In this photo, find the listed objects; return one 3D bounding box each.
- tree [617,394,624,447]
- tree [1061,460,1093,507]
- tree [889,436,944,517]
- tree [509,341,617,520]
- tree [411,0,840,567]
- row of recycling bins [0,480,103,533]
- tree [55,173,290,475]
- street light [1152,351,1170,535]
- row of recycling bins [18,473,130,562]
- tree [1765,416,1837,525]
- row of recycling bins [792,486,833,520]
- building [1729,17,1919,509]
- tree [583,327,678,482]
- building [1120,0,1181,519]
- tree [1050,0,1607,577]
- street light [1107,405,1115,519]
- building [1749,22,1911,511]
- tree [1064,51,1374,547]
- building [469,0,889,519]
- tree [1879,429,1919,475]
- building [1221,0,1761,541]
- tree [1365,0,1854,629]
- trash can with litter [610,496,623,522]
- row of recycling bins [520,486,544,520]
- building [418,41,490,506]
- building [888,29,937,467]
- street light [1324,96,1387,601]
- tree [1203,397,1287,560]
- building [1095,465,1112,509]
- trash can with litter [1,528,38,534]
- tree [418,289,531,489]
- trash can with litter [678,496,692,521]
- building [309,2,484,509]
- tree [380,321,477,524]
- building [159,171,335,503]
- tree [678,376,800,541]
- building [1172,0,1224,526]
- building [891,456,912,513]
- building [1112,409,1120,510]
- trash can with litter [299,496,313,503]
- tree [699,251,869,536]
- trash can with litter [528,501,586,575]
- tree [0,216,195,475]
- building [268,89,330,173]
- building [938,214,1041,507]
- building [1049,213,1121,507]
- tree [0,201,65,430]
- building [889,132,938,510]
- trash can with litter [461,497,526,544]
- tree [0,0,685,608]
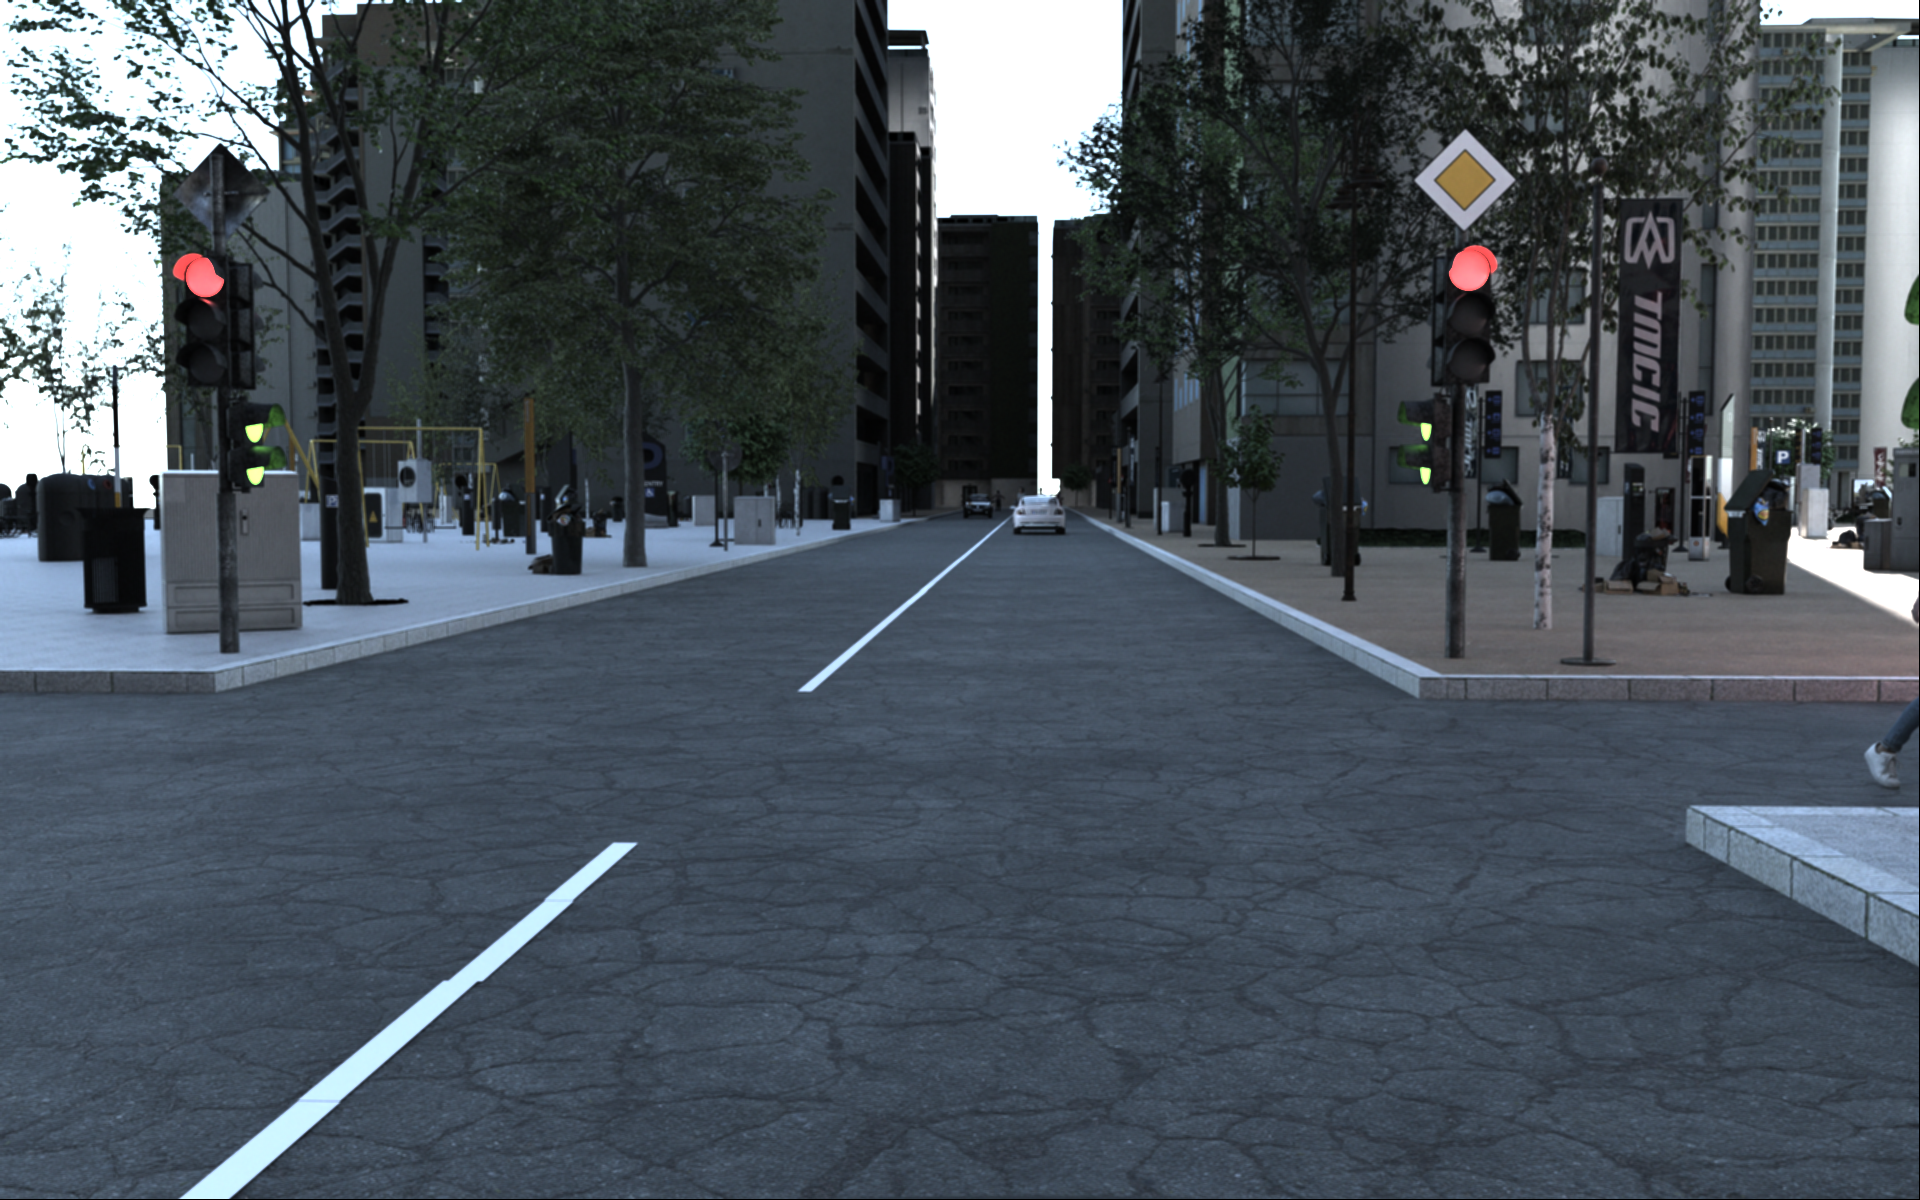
[{"bbox_3d":[-17.953,-8.188,84.243,4.737,8.622,4.395,0,3,0],"label":"tree"},{"bbox_3d":[11.176,-11.148,165.984,4.285,4.588,4.351,0,3,0],"label":"tree"},{"bbox_3d":[-2.623,-6.988,97.968,4.285,4.588,4.351,0,3,0],"label":"tree"},{"bbox_3d":[-18.722,-7.871,79.058,4.737,8.622,4.395,0,3,0],"label":"tree"},{"bbox_3d":[-6.145,-6.867,30.409,7.486,12.596,7.792,0,3,0],"label":"tree"},{"bbox_3d":[-32.883,-3.365,62.123,3.534,1.692,1.069,-1,4,-21],"label":"row of recycling bins"},{"bbox_3d":[-17.355,-5.469,39.784,4.360,8.622,3.978,0,3,0],"label":"tree"},{"bbox_3d":[6.271,-4.979,54.187,0.468,5.910,1.993,0,4,3],"label":"street light"},{"bbox_3d":[-17.489,-1.678,34.546,1.069,1.692,3.534,-1,4,-9],"label":"row of recycling bins"},{"bbox_3d":[35.195,-5.446,72.756,4.285,4.588,4.351,0,3,0],"label":"tree"},{"bbox_3d":[-7.201,-4.915,87.476,3.534,1.692,1.069,3,5,44],"label":"row of recycling bins"},{"bbox_3d":[78.276,-28.676,152.441,14.086,41.232,14.154,0,4,3],"label":"building"},{"bbox_3d":[-13.160,-7.351,70.550,4.360,8.622,3.978,0,3,0],"label":"tree"},{"bbox_3d":[20.374,-29.045,98.593,21.300,48.544,21.600,0,4,3],"label":"building"},{"bbox_3d":[5.880,-5.662,26.981,8.767,10.594,7.601,-1,4,-10],"label":"tree"},{"bbox_3d":[7.673,-7.057,88.170,0.468,5.910,1.993,0,4,3],"label":"street light"},{"bbox_3d":[58.533,-27.629,143.621,23.993,40.220,32.217,0,4,3],"label":"building"},{"bbox_3d":[6.226,-7.104,41.902,9.928,11.665,9.643,0,3,0],"label":"tree"},{"bbox_3d":[-15.633,-29.113,99.695,21.300,48.544,21.600,0,4,3],"label":"building"},{"bbox_3d":[27.824,-3.431,50.706,1.663,3.219,1.824,0,3,0],"label":"tree"},{"bbox_3d":[15.088,-22.620,53.426,14.154,41.232,14.086,0,4,3],"label":"building"},{"bbox_3d":[5.782,-4.027,16.198,4.360,8.622,3.978,0,3,0],"label":"tree"},{"bbox_3d":[-15.900,-4.197,80.013,0.624,1.170,1.055,-1,4,-17],"label":"trash can with litter"},{"bbox_3d":[-21.431,-4.854,86.470,1.069,1.692,3.534,0,4,7],"label":"row of recycling bins"},{"bbox_3d":[-28.913,-27.889,147.869,23.993,40.220,32.217,0,4,3],"label":"building"},{"bbox_3d":[-9.155,-28.889,155.926,14.086,41.232,14.154,0,4,3],"label":"building"},{"bbox_3d":[4.683,-2.929,20.673,0.468,5.910,1.993,0,4,3],"label":"street light"},{"bbox_3d":[5.876,-2.416,34.095,1.663,3.219,1.824,0,3,0],"label":"tree"},{"bbox_3d":[22.519,-43.537,150.080,20.563,71.187,20.611,0,4,3],"label":"building"},{"bbox_3d":[-30.438,-2.744,55.928,2.233,1.210,1.678,0,4,7],"label":"trash can with litter"},{"bbox_3d":[-17.715,-6.878,62.819,4.360,8.622,3.978,0,3,0],"label":"tree"},{"bbox_3d":[-12.704,-4.352,82.218,2.233,1.210,1.678,2,4,30],"label":"trash can with litter"},{"bbox_3d":[-48.751,-30.997,156.912,14.200,45.320,14.600,0,4,3],"label":"building"},{"bbox_3d":[-22.077,-7.490,72.816,4.737,8.622,4.395,0,3,0],"label":"tree"},{"bbox_3d":[-62.862,-23.666,158.644,14.107,30.474,14.160,0,4,3],"label":"building"},{"bbox_3d":[-5.960,-3.911,47.655,4.285,4.588,4.351,0,3,0],"label":"tree"},{"bbox_3d":[16.885,-26.008,75.344,14.600,45.320,14.200,0,4,3],"label":"building"},{"bbox_3d":[-13.926,-41.698,120.014,20.563,71.187,20.611,0,4,3],"label":"building"},{"bbox_3d":[22.938,-49.611,123.811,22.319,86.520,31.000,0,4,3],"label":"building"},{"bbox_3d":[-26.285,-3.511,68.467,2.233,1.210,1.678,-3,5,-43],"label":"trash can with litter"},{"bbox_3d":[-4.956,-6.302,53.405,4.737,8.622,4.395,0,3,0],"label":"tree"},{"bbox_3d":[-6.485,-0.996,27.669,1.055,1.170,0.624,2,4,33],"label":"trash can with litter"},{"bbox_3d":[-24.031,-5.898,46.790,4.360,8.622,3.978,0,3,0],"label":"tree"},{"bbox_3d":[-58.805,-32.600,187.636,28.867,44.769,22.147,0,4,3],"label":"building"},{"bbox_3d":[1.364,-25.062,181.470,14.107,30.474,14.160,0,4,3],"label":"building"},{"bbox_3d":[16.467,-25.016,180.708,14.107,30.474,14.160,0,4,3],"label":"building"},{"bbox_3d":[-23.685,-5.540,40.940,4.737,8.622,4.395,0,3,0],"label":"tree"},{"bbox_3d":[-9.412,-22.428,138.400,14.160,30.474,14.107,0,4,3],"label":"building"},{"bbox_3d":[-12.247,-2.097,45.338,1.678,1.210,2.233,-1,4,-14],"label":"trash can with litter"},{"bbox_3d":[-7.030,-5.763,19.982,9.928,11.665,9.643,0,3,0],"label":"tree"}]
